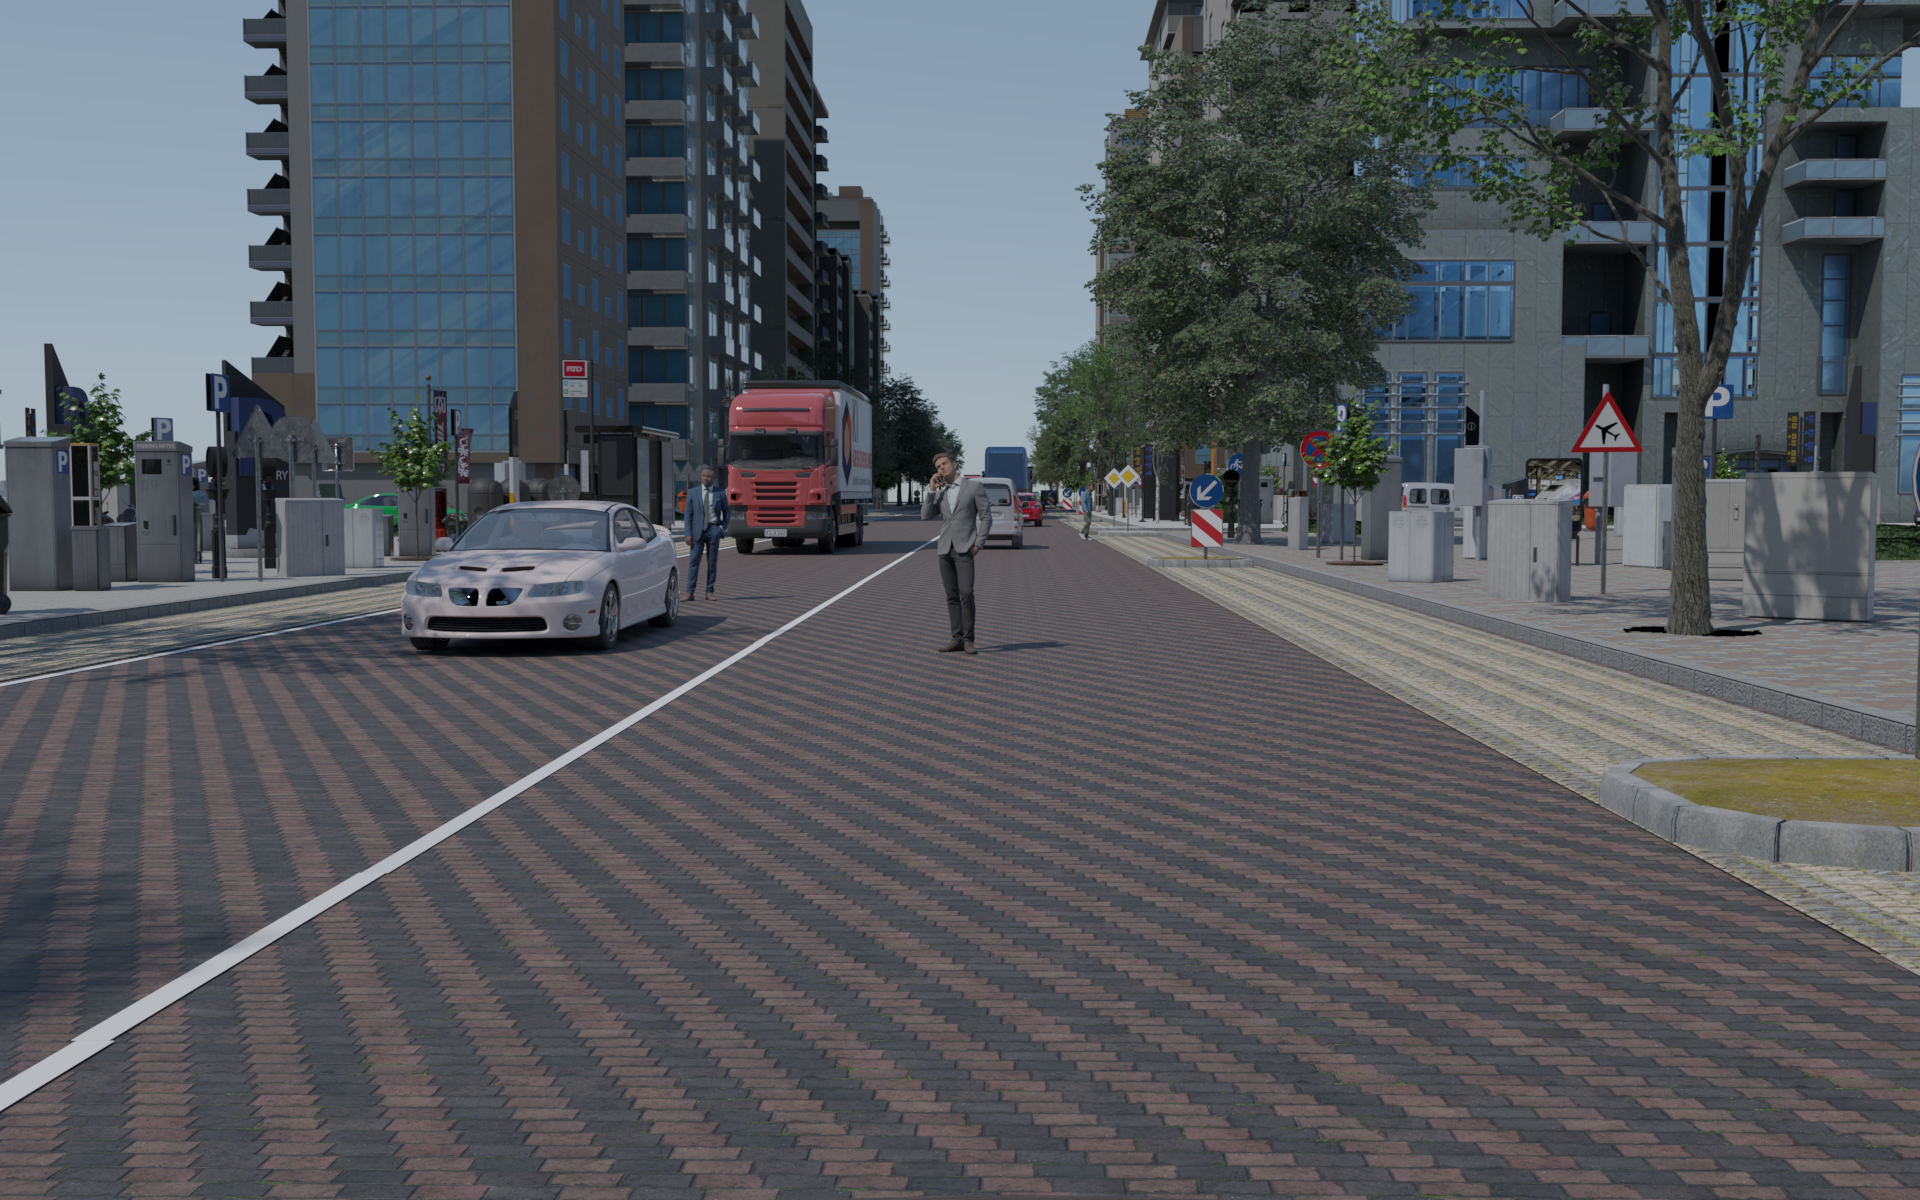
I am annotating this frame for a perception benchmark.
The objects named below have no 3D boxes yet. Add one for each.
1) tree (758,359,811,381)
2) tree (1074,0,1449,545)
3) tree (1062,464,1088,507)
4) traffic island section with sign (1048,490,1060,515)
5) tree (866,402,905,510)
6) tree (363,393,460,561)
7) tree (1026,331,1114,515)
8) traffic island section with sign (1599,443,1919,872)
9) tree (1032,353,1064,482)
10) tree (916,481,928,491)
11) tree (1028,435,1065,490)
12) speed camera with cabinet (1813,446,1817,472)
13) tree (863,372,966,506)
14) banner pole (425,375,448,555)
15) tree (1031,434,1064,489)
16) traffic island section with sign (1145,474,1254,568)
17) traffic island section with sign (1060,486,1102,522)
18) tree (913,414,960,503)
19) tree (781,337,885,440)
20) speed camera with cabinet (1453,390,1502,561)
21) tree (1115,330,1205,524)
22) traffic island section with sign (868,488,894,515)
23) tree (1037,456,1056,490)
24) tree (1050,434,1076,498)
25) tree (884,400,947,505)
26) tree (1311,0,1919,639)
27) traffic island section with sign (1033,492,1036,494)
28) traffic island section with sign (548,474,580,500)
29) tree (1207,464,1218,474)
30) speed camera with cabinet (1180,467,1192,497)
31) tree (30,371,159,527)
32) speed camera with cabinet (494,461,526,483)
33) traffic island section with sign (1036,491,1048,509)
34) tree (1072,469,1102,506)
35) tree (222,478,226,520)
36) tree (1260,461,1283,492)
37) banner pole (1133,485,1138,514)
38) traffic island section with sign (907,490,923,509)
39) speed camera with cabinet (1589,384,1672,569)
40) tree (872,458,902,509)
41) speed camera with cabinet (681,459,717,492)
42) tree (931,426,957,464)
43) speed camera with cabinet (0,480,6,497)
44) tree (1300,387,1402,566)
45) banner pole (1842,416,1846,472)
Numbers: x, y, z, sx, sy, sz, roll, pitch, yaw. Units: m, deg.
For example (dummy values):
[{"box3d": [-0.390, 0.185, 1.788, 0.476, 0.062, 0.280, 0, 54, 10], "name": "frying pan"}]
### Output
[{"box3d": [-9.623, -8.744, 93.320, 4.737, 8.622, 4.395, 0, 3, 0], "name": "tree"}, {"box3d": [7.321, -8.387, 43.779, 9.857, 13.997, 8.962, 0, 3, 0], "name": "tree"}, {"box3d": [11.563, -11.559, 172.704, 4.285, 4.588, 4.351, 0, 3, 0], "name": "tree"}, {"box3d": [7.111, -6.623, 116.907, 1.989, 1.847, 2.006, 0, 4, 2], "name": "traffic island section with sign"}, {"box3d": [-6.813, -11.615, 140.269, 4.360, 8.622, 3.978, 0, 3, 0], "name": "tree"}, {"box3d": [-10.423, -2.370, 33.355, 1.663, 3.219, 1.824, 0, 3, 0], "name": "tree"}, {"box3d": [9.468, -11.141, 107.914, 9.928, 11.665, 9.643, 0, 3, 0], "name": "tree"}, {"box3d": [3.919, 0.072, 7.453, 1.989, 1.847, 2.006, 0, 4, 2], "name": "traffic island section with sign"}, {"box3d": [11.148, -15.193, 155.067, 9.857, 13.997, 8.962, 0, 3, 0], "name": "tree"}, {"box3d": [-5.360, -16.247, 216.007, 4.737, 8.622, 4.395, 0, 3, 0], "name": "tree"}, {"box3d": [15.291, -22.891, 291.267, 9.611, 12.733, 9.660, 0, 3, 0], "name": "tree"}, {"box3d": [35.230, -4.651, 70.376, 0.660, 3.252, 2.038, 0, 4, 3], "name": "speed camera with cabinet"}, {"box3d": [-6.218, -16.739, 180.339, 9.857, 13.997, 8.962, 0, 3, 0], "name": "tree"}, {"box3d": [-11.071, -2.851, 36.638, 0.401, 3.779, 0.863, 1, 4, 20], "name": "banner pole"}, {"box3d": [14.674, -21.461, 269.010, 7.486, 12.596, 7.792, 0, 3, 0], "name": "tree"}, {"box3d": [4.703, -1.576, 34.397, 1.989, 1.847, 2.006, 0, 4, 2], "name": "traffic island section with sign"}, {"box3d": [6.292, -4.928, 89.204, 1.989, 1.847, 2.006, 0, 4, 2], "name": "traffic island section with sign"}, {"box3d": [-5.309, -20.103, 239.052, 12.009, 13.543, 11.850, 0, 3, 0], "name": "tree"}, {"box3d": [-8.324, -10.375, 104.043, 8.767, 10.594, 7.601, 2, 4, 34], "name": "tree"}, {"box3d": [10.115, -2.415, 33.825, 0.660, 3.252, 2.038, 2, 4, 27], "name": "speed camera with cabinet"}, {"box3d": [8.815, -7.621, 74.974, 4.360, 8.622, 3.978, 0, 3, 0], "name": "tree"}, {"box3d": [-5.510, -6.639, 117.175, 1.989, 1.847, 2.006, 0, 4, 2], "name": "traffic island section with sign"}, {"box3d": [13.725, -18.979, 260.672, 4.360, 8.622, 3.978, 0, 3, 0], "name": "tree"}, {"box3d": [12.551, -15.360, 201.498, 4.737, 8.622, 4.395, 0, 3, 0], "name": "tree"}, {"box3d": [-5.876, -17.720, 206.733, 9.611, 12.733, 9.660, 0, 3, 0], "name": "tree"}, {"box3d": [6.852, -5.498, 15.652, 9.928, 11.665, 9.643, 0, 3, 0], "name": "tree"}, {"box3d": [9.332, -11.280, 193.047, 1.989, 1.847, 2.006, 0, 4, 2], "name": "traffic island section with sign"}, {"box3d": [-7.932, -1.571, 34.322, 1.989, 1.847, 2.006, 0, 4, 2], "name": "traffic island section with sign"}, {"box3d": [16.424, -7.095, 110.600, 1.663, 3.219, 1.824, 0, 3, 0], "name": "tree"}, {"box3d": [15.661, -7.952, 124.347, 2.038, 3.252, 0.660, -2, 4, -31], "name": "speed camera with cabinet"}, {"box3d": [-13.417, -1.998, 27.274, 1.663, 3.219, 1.824, 0, 3, 0], "name": "tree"}, {"box3d": [-12.093, -3.336, 48.877, 0.660, 3.252, 2.038, 3, 5, 44], "name": "speed camera with cabinet"}, {"box3d": [8.537, -9.632, 166.104, 1.989, 1.847, 2.006, 0, 4, 2], "name": "traffic island section with sign"}, {"box3d": [9.962, -8.539, 134.222, 1.663, 3.219, 1.824, 0, 3, 0], "name": "tree"}, {"box3d": [-35.920, -5.573, 85.717, 1.663, 3.219, 1.824, 0, 3, 0], "name": "tree"}, {"box3d": [17.836, -6.423, 99.615, 1.663, 3.219, 1.824, 0, 3, 0], "name": "tree"}, {"box3d": [11.500, -7.600, 114.281, 0.401, 3.779, 0.863, -1, 4, -11], "name": "banner pole"}, {"box3d": [-4.072, -9.649, 166.384, 1.989, 1.847, 2.006, 0, 4, 2], "name": "traffic island section with sign"}, {"box3d": [11.981, -2.223, 30.676, 0.660, 3.252, 2.038, -1, 4, -13], "name": "speed camera with cabinet"}, {"box3d": [-6.585, -10.102, 148.878, 4.285, 4.588, 4.351, 0, 3, 0], "name": "tree"}, {"box3d": [-14.606, -6.272, 96.888, 2.038, 3.252, 0.660, 1, 4, 21], "name": "speed camera with cabinet"}, {"box3d": [-4.070, -20.272, 257.195, 9.928, 11.665, 9.643, 0, 3, 0], "name": "tree"}, {"box3d": [-64.129, -7.499, 116.937, 0.660, 3.252, 2.038, 0, 4, 3], "name": "speed camera with cabinet"}, {"box3d": [7.177, -2.254, 31.448, 1.663, 3.219, 1.824, 0, 3, 0], "name": "tree"}, {"box3d": [28.417, -3.994, 55.314, 0.401, 3.779, 0.863, -2, 4, -27], "name": "banner pole"}]
